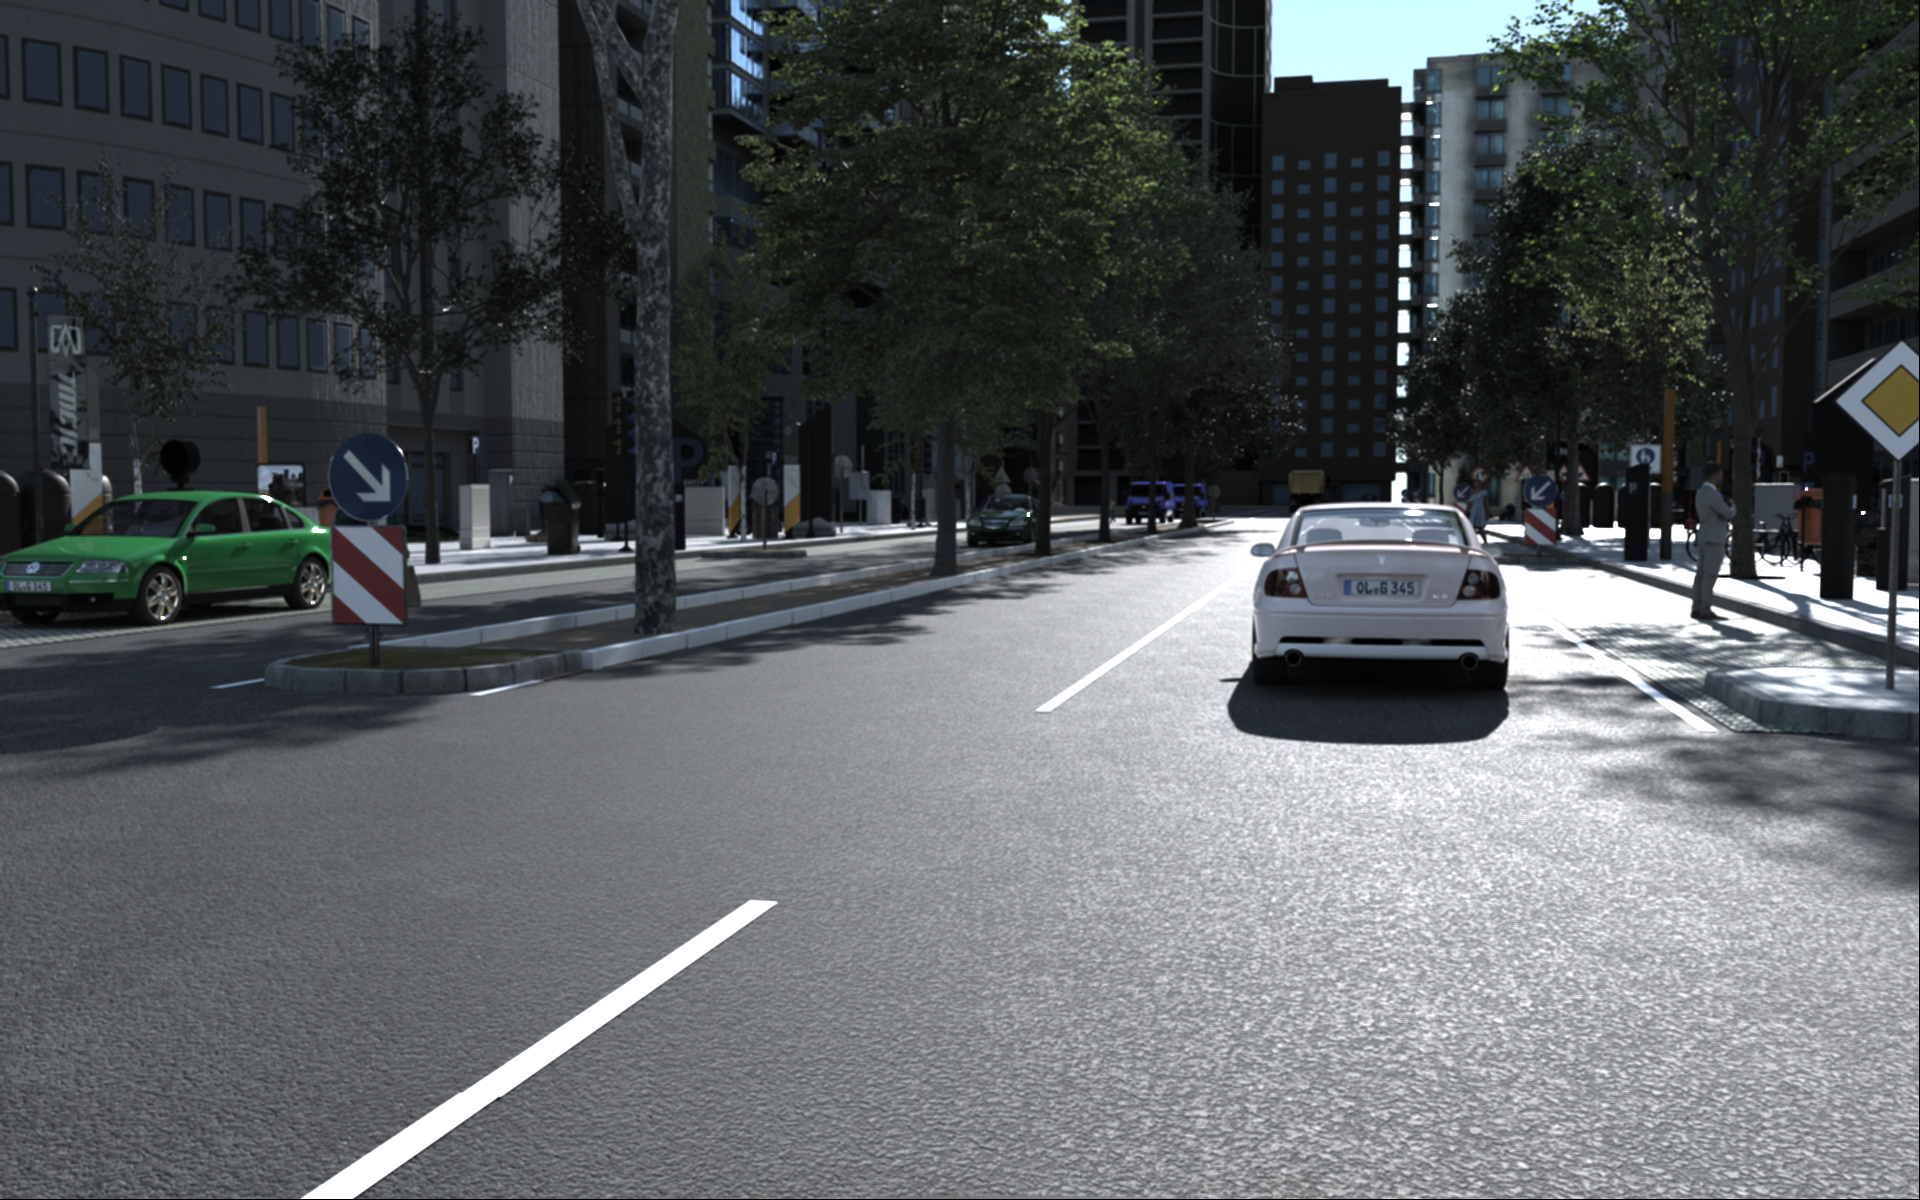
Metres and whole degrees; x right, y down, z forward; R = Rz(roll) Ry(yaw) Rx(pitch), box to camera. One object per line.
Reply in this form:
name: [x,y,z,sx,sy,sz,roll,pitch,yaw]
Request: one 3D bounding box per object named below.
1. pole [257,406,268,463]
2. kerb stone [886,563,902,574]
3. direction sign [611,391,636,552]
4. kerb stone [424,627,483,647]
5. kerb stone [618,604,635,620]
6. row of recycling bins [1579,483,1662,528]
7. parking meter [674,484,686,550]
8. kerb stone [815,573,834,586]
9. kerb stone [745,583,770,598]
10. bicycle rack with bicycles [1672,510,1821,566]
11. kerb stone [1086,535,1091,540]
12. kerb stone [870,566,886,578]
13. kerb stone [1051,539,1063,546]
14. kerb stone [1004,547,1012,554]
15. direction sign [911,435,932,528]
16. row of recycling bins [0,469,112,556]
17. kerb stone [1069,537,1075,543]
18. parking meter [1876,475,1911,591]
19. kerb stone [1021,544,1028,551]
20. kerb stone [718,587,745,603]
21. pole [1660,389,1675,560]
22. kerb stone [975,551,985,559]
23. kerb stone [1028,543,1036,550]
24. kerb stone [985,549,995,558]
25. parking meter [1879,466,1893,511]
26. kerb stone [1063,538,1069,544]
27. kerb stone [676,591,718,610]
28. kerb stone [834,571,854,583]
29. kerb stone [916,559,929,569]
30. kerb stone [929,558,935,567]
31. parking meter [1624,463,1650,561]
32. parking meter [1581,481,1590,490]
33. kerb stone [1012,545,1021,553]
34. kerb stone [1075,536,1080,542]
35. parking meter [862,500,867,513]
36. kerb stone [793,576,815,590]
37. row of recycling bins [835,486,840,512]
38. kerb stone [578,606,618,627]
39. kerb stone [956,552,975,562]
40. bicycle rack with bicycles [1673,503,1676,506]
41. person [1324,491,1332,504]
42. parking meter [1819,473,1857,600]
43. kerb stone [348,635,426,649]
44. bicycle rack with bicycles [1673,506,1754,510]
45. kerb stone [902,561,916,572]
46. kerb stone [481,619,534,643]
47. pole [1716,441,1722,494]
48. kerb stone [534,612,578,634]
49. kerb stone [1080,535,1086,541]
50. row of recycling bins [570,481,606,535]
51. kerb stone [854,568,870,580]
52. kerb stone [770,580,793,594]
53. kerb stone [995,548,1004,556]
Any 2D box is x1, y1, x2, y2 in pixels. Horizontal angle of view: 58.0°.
pole: [-16.243,-2.846,40.371,0.158,3.312,0.155,0,3,0]
kerb stone: [-1.277,-0.541,31.047,0.120,0.150,1.000,1,4,13]
direction sign: [-7.384,-2.828,38.242,0.876,3.537,0.379,3,5,42]
kerb stone: [-4.742,0.379,16.041,0.120,0.150,1.000,1,4,13]
kerb stone: [-3.816,0.134,20.052,0.120,0.150,1.000,1,4,13]
row of recycling bins: [25.284,-3.642,66.662,3.534,1.692,1.069,1,4,22]
parking meter: [-6.478,-1.912,39.666,0.372,1.533,0.369,0,3,0]
kerb stone: [-2.209,-0.296,27.044,0.120,0.150,1.000,1,4,13]
kerb stone: [-2.890,-0.109,24.046,0.120,0.150,1.000,1,4,13]
bicycle rack with bicycles: [15.275,-1.133,31.902,2.852,0.926,2.925,-1,4,-13]
kerb stone: [3.796,-1.885,53.026,0.120,0.150,1.000,1,4,13]
kerb stone: [-1.513,-0.481,30.052,0.120,0.150,1.000,1,4,13]
kerb stone: [2.639,-1.580,48.027,0.120,0.150,1.000,1,4,13]
kerb stone: [1.021,-1.152,41.039,0.120,0.150,1.000,1,4,13]
direction sign: [-1.484,-4.554,66.452,0.876,3.537,0.379,-2,4,-27]
row of recycling bins: [-15.349,-1.288,28.164,1.069,1.692,3.534,1,4,23]
kerb stone: [3.103,-1.703,50.038,0.120,0.150,1.000,1,4,13]
parking meter: [12.443,-0.898,23.095,0.372,1.533,0.369,0,3,0]
kerb stone: [1.486,-1.274,43.040,0.120,0.150,1.000,1,4,13]
kerb stone: [-3.131,-0.050,23.053,0.120,0.150,1.000,1,4,13]
pole: [13.748,-2.435,33.649,0.158,3.312,0.155,0,3,0]
kerb stone: [0.332,-0.970,38.048,0.120,0.150,1.000,1,4,13]
kerb stone: [1.717,-1.335,44.035,0.120,0.150,1.000,1,4,13]
kerb stone: [0.561,-1.030,39.045,0.120,0.150,1.000,1,4,13]
parking meter: [19.638,-1.887,36.562,0.399,1.863,0.255,2,4,26]
kerb stone: [2.873,-1.638,49.029,0.120,0.150,1.000,1,4,13]
kerb stone: [-3.355,0.013,22.051,0.120,0.150,1.000,1,4,13]
kerb stone: [-1.962,-0.358,28.047,0.120,0.150,1.000,1,4,13]
kerb stone: [-0.816,-0.660,33.043,0.120,0.150,1.000,1,4,13]
kerb stone: [-0.580,-0.725,34.047,0.120,0.150,1.000,1,4,13]
parking meter: [12.941,-1.678,33.141,0.255,1.863,0.399,-2,4,-29]
parking meter: [26.609,-4.164,73.786,0.399,1.863,0.255,-1,4,-11]
kerb stone: [1.255,-1.214,42.044,0.120,0.150,1.000,1,4,13]
kerb stone: [3.335,-1.764,51.034,0.120,0.150,1.000,1,4,13]
parking meter: [-4.860,-5.139,89.735,0.255,1.863,0.399,2,4,30]
kerb stone: [-2.427,-0.235,26.041,0.120,0.150,1.000,1,4,13]
row of recycling bins: [-6.274,-4.728,84.422,1.069,1.692,3.534,0,4,-2]
kerb stone: [-4.049,0.196,19.044,0.120,0.150,1.000,1,4,13]
kerb stone: [0.109,-0.908,37.051,0.120,0.150,1.000,1,4,13]
bicycle rack with bicycles: [28.484,-3.514,70.829,2.925,0.926,2.852,3,5,44]
person: [34.023,-9.250,160.287,0.990,1.755,0.434,3,4,38]
parking meter: [10.740,-0.781,21.183,0.372,1.533,0.369,0,3,0]
kerb stone: [-4.974,0.440,15.031,0.120,0.150,1.000,1,4,13]
bicycle rack with bicycles: [18.456,-1.691,41.031,2.852,0.926,2.925,2,4,29]
kerb stone: [-1.053,-0.601,32.047,0.120,0.150,1.000,1,4,13]
kerb stone: [-4.510,0.315,17.048,0.120,0.150,1.000,1,4,13]
pole: [29.028,-4.431,66.289,0.158,3.312,0.155,0,3,0]
kerb stone: [-4.287,0.254,18.045,0.120,0.150,1.000,1,4,13]
kerb stone: [3.563,-1.822,52.030,0.120,0.150,1.000,1,4,13]
row of recycling bins: [-12.145,-3.017,56.442,1.069,1.692,3.534,-2,4,-24]
kerb stone: [-1.743,-0.414,29.051,0.120,0.150,1.000,1,4,13]
kerb stone: [-2.666,-0.174,25.043,0.120,0.150,1.000,1,4,13]
kerb stone: [0.790,-1.091,40.041,0.120,0.150,1.000,1,4,13]
